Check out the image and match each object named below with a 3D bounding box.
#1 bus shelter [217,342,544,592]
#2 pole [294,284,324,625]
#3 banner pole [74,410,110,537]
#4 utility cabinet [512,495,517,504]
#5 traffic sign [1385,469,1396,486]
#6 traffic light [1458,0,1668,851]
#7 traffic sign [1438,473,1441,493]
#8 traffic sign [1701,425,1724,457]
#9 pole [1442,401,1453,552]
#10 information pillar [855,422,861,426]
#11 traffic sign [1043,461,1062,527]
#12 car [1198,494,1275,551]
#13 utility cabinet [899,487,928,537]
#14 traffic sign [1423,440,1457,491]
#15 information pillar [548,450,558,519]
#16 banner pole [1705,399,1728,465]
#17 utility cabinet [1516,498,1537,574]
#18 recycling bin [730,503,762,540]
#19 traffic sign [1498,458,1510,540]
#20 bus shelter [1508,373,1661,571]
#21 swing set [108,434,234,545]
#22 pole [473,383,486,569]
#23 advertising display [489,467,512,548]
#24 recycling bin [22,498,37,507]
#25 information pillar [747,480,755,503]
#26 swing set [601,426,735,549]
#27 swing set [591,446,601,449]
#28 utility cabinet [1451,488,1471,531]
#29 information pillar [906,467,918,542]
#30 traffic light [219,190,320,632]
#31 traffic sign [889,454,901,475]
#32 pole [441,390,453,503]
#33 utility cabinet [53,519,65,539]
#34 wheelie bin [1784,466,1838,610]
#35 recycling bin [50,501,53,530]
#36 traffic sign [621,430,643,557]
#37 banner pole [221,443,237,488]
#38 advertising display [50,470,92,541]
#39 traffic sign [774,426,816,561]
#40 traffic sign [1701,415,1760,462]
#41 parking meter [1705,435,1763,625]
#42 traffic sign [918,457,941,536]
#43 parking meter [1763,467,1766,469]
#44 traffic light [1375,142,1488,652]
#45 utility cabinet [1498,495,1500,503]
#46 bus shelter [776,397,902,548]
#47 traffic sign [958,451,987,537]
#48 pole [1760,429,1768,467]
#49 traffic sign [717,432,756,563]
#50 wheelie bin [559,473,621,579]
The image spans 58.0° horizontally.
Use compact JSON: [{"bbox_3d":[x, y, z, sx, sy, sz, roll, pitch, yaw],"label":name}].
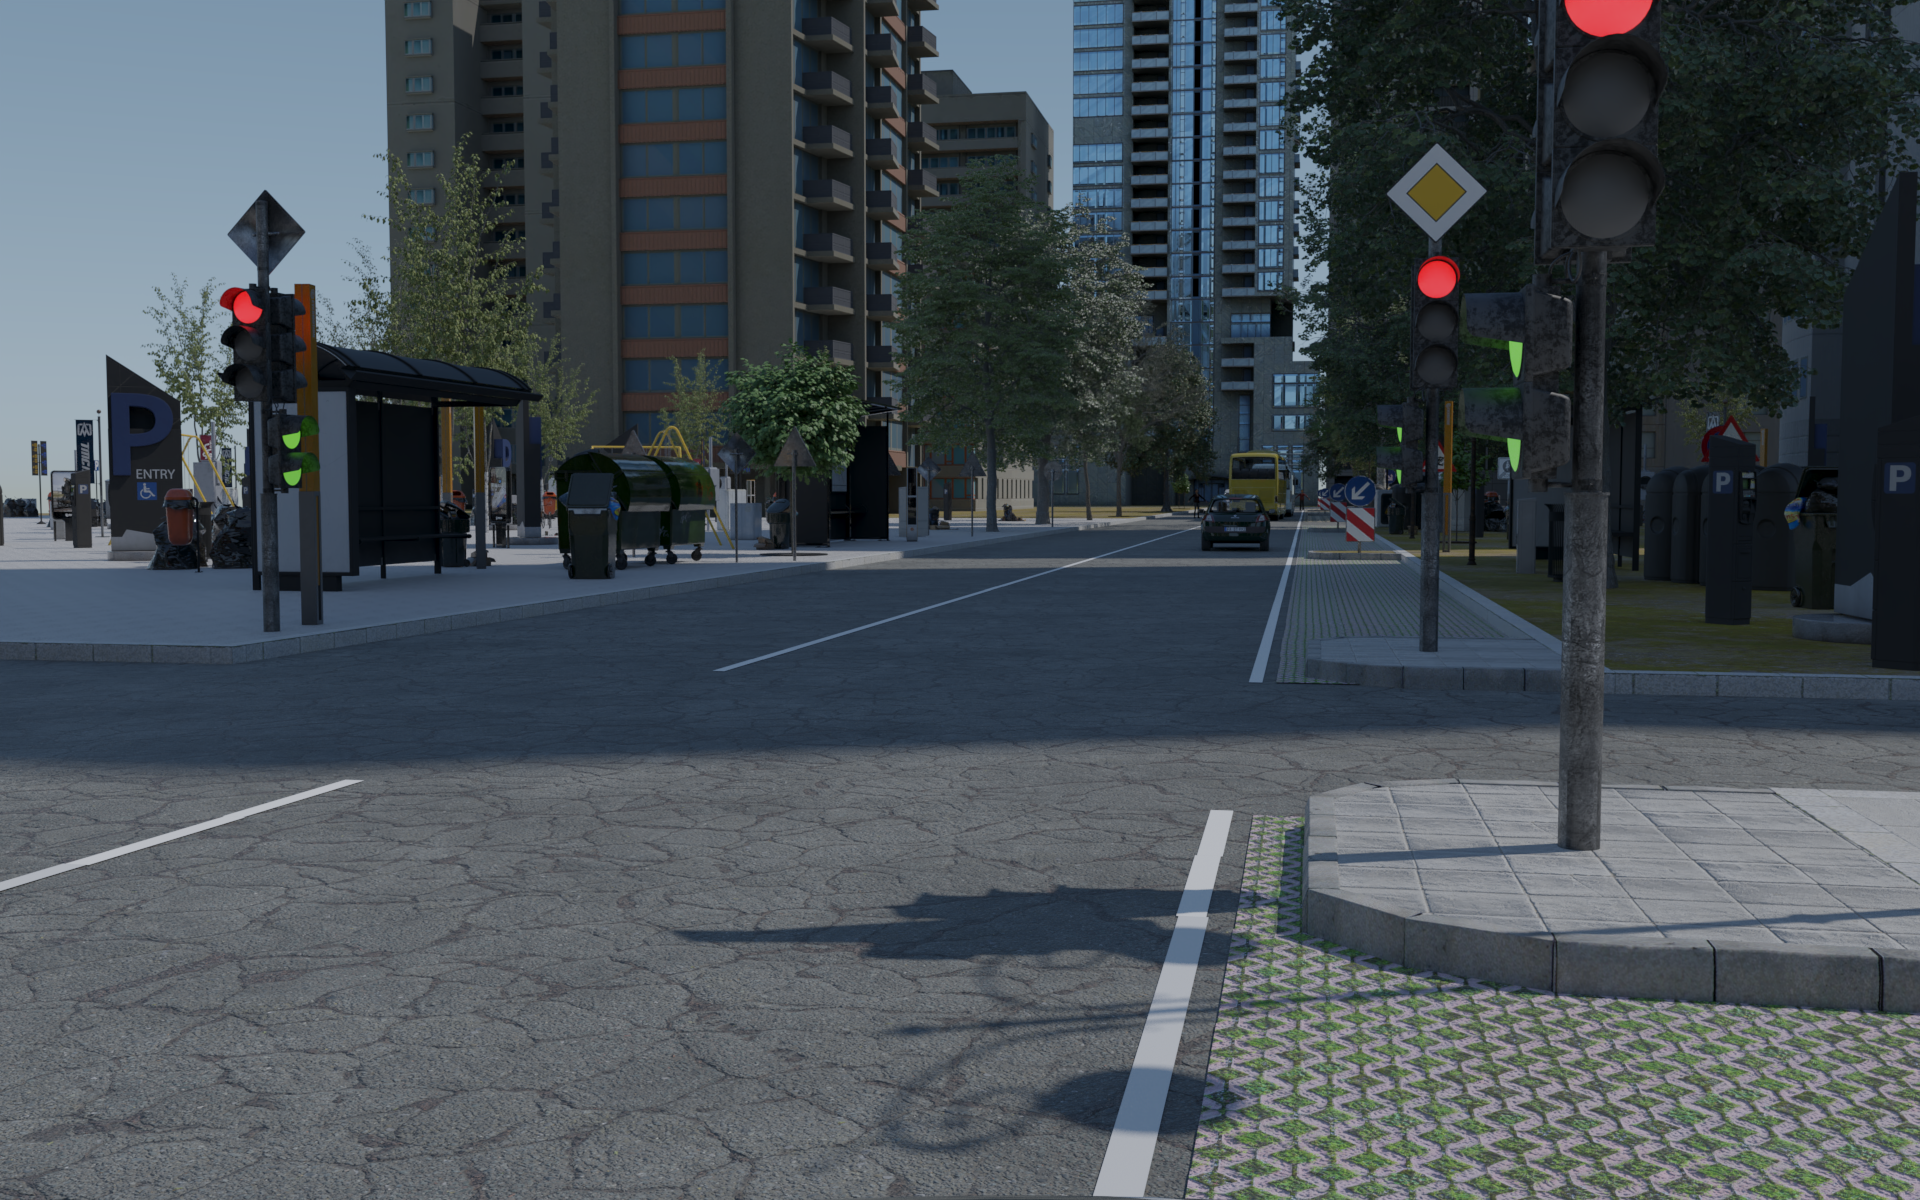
[{"bbox_3d":[-8.194,-1.917,25.262,2.014,3.302,5.546,1,4,11],"label":"bus shelter"},{"bbox_3d":[-6.364,-1.412,16.925,0.158,3.312,0.155,0,3,0],"label":"pole"},{"bbox_3d":[-25.694,-3.746,51.266,0.863,3.779,0.401,-2,4,-25],"label":"banner pole"},{"bbox_3d":[-23.970,-4.980,92.583,0.306,1.237,1.020,-2,4,-30],"label":"utility cabinet"},{"bbox_3d":[21.430,-5.297,86.710,0.768,2.556,0.104,1,4,18],"label":"traffic sign"},{"bbox_3d":[2.233,-1.056,6.187,0.839,4.253,0.868,1,4,11],"label":"traffic light"},{"bbox_3d":[13.719,-2.912,49.741,0.606,2.300,0.079,1,4,19],"label":"traffic sign"},{"bbox_3d":[14.099,-1.954,32.056,0.768,2.556,0.104,1,4,21],"label":"traffic sign"},{"bbox_3d":[10.733,-2.708,38.112,0.158,3.312,0.155,0,3,0],"label":"pole"},{"bbox_3d":[-3.009,-3.547,49.353,0.504,3.616,0.183,-1,4,-14],"label":"information pillar"},{"bbox_3d":[3.588,-4.102,67.166,0.768,2.556,0.104,1,4,20],"label":"traffic sign"},{"bbox_3d":[7.163,-2.149,44.917,2.009,1.686,4.222,1,4,10],"label":"car"},{"bbox_3d":[-1.403,-2.641,51.864,0.318,1.500,1.173,2,4,31],"label":"utility cabinet"},{"bbox_3d":[11.419,-2.535,41.456,0.884,2.594,0.081,1,4,19],"label":"traffic sign"},{"bbox_3d":[-20.668,-5.910,87.983,0.504,3.616,0.183,0,4,2],"label":"information pillar"},{"bbox_3d":[20.123,-3.428,46.066,0.401,3.779,0.863,-1,4,-23],"label":"banner pole"},{"bbox_3d":[9.272,-1.053,28.384,0.306,1.237,1.020,1,4,17],"label":"utility cabinet"},{"bbox_3d":[-5.991,-2.198,48.497,0.722,1.027,0.722,1,4,11],"label":"recycling bin"},{"bbox_3d":[15.407,-2.845,48.646,0.606,2.300,0.079,1,4,13],"label":"traffic sign"},{"bbox_3d":[11.052,-2.288,31.333,2.014,3.302,5.546,1,4,11],"label":"bus shelter"},{"bbox_3d":[-20.137,-2.882,44.737,2.862,2.851,3.119,-1,4,-10],"label":"swing set"},{"bbox_3d":[-8.214,-2.187,29.604,0.158,3.312,0.155,0,3,0],"label":"pole"},{"bbox_3d":[-10.936,-2.203,41.226,0.123,1.923,0.974,-3,4,-38],"label":"advertising display"},{"bbox_3d":[-53.181,-5.272,98.743,0.722,1.027,0.722,1,4,18],"label":"recycling bin"},{"bbox_3d":[-10.912,-5.254,90.397,0.304,2.012,0.304,3,4,36],"label":"information pillar"},{"bbox_3d":[-7.000,-2.682,41.465,2.862,2.851,3.119,-1,4,-14],"label":"swing set"},{"bbox_3d":[-10.702,-3.612,56.680,3.119,2.851,2.862,-1,4,-14],"label":"swing set"},{"bbox_3d":[17.094,-3.116,59.620,0.318,1.500,1.173,-1,4,-22],"label":"utility cabinet"},{"bbox_3d":[-1.295,-2.583,46.719,0.304,2.012,0.304,0,4,-3],"label":"information pillar"},{"bbox_3d":[-6.407,-1.659,16.043,0.839,4.253,0.868,1,4,11],"label":"traffic light"},{"bbox_3d":[-2.097,-2.990,48.886,0.884,2.594,0.081,1,4,14],"label":"traffic sign"},{"bbox_3d":[-9.680,-2.376,32.694,0.158,3.312,0.155,0,3,0],"label":"pole"},{"bbox_3d":[-25.556,-2.491,49.402,0.318,1.500,1.173,-1,4,-14],"label":"utility cabinet"},{"bbox_3d":[9.785,-0.702,19.380,0.980,1.594,0.693,0,4,3],"label":"wheelie bin"},{"bbox_3d":[-32.215,-3.043,62.300,0.722,1.027,0.722,0,4,-3],"label":"recycling bin"},{"bbox_3d":[-6.653,-2.156,35.253,0.884,2.594,0.081,1,4,21],"label":"traffic sign"},{"bbox_3d":[-34.664,-5.646,82.330,0.863,3.779,0.401,-1,4,-11],"label":"banner pole"},{"bbox_3d":[-24.252,-2.572,47.265,0.974,1.923,0.123,-3,4,-38],"label":"advertising display"},{"bbox_3d":[-3.171,-2.027,33.144,0.884,2.594,0.081,1,4,20],"label":"traffic sign"},{"bbox_3d":[12.720,-1.752,28.644,0.884,2.594,0.081,1,4,20],"label":"traffic sign"},{"bbox_3d":[7.595,-0.694,17.056,0.255,1.863,0.399,-2,4,-29],"label":"parking meter"},{"bbox_3d":[-0.969,-3.192,53.377,0.795,2.450,0.064,1,4,13],"label":"traffic sign"},{"bbox_3d":[15.733,-1.729,33.982,0.255,1.863,0.399,-3,5,-44],"label":"parking meter"},{"bbox_3d":[3.805,-1.535,14.017,0.839,4.253,0.868,1,4,11],"label":"traffic light"},{"bbox_3d":[23.579,-4.051,77.402,1.020,1.237,0.306,0,4,7],"label":"utility cabinet"},{"bbox_3d":[-3.025,-3.254,44.479,1.731,3.624,6.357,1,4,11],"label":"bus shelter"},{"bbox_3d":[0.369,-3.191,52.180,0.884,2.594,0.081,1,4,17],"label":"traffic sign"},{"bbox_3d":[25.038,-3.680,54.008,0.158,3.312,0.155,0,3,0],"label":"pole"},{"bbox_3d":[-4.180,-1.908,32.377,0.795,2.450,0.064,1,4,18],"label":"traffic sign"},{"bbox_3d":[-5.588,-1.123,26.262,0.980,1.594,0.693,0,4,4],"label":"wheelie bin"}]
